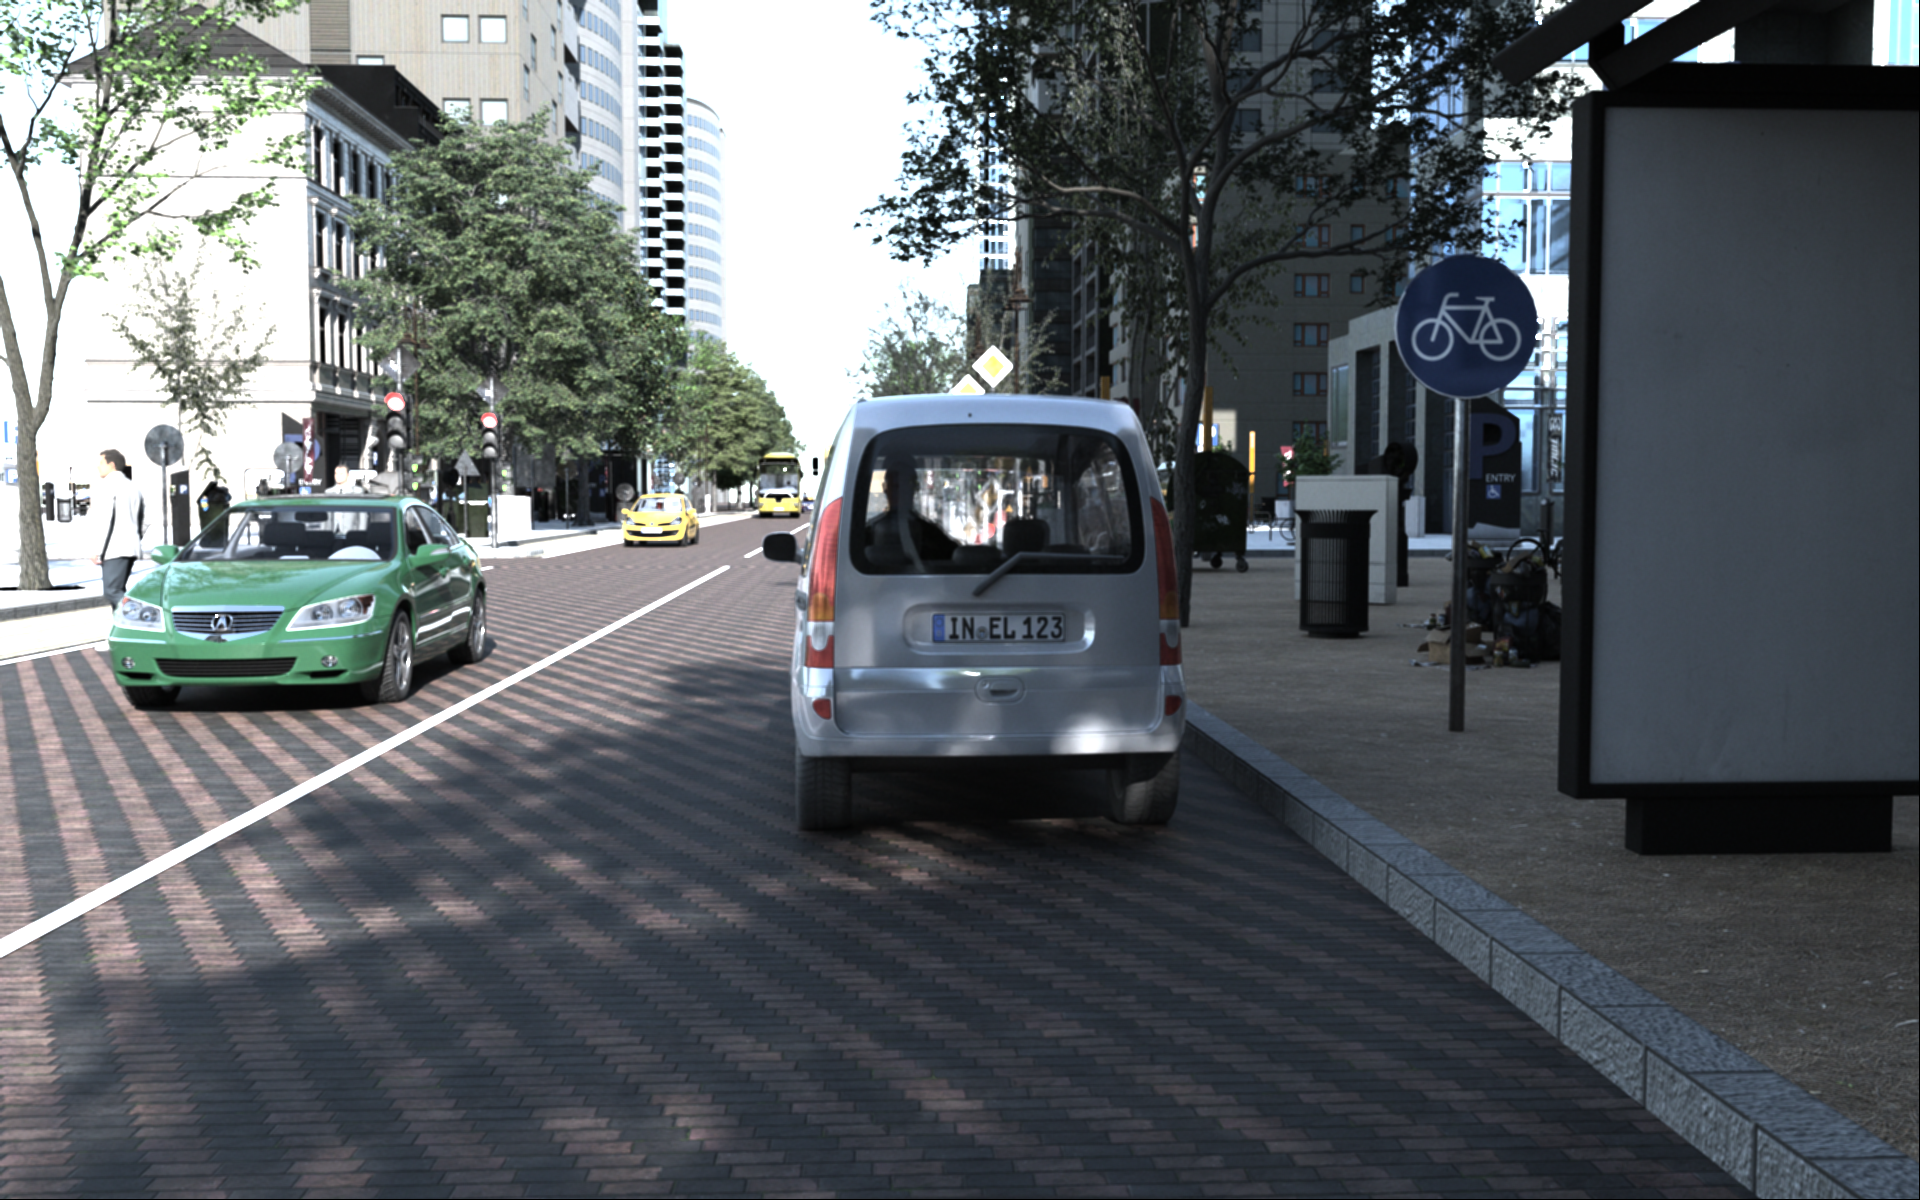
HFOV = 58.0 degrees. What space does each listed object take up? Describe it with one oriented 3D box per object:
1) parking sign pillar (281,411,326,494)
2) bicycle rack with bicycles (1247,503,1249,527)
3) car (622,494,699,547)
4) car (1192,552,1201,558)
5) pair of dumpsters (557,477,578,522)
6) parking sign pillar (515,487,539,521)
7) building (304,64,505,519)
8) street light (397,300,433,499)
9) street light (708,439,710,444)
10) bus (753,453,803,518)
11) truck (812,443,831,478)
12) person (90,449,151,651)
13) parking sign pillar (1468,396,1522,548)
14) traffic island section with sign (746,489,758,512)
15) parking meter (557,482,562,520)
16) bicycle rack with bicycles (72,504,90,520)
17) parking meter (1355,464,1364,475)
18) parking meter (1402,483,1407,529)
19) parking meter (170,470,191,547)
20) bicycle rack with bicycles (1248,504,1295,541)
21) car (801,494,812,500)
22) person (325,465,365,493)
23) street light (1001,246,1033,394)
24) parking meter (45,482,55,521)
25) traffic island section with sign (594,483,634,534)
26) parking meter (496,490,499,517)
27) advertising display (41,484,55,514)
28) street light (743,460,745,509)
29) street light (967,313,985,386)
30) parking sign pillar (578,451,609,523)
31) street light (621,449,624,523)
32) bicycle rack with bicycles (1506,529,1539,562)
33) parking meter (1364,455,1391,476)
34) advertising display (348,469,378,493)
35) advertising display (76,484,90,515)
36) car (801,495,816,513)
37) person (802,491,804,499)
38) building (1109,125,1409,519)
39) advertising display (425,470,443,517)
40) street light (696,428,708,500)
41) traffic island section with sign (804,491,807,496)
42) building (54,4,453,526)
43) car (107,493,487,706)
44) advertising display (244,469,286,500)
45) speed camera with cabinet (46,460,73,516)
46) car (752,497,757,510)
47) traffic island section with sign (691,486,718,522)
[{"bbox_3d":[-21.428,-4.166,56.590,1.447,3.967,1.447,-1,4,-22],"label":"parking sign pillar"},{"bbox_3d":[10.591,-3.151,64.894,2.925,0.926,2.852,-1,4,-22],"label":"bicycle rack with bicycles"},{"bbox_3d":[-8.309,-2.325,48.242,2.015,1.641,3.980,0,4,-2],"label":"car"},{"bbox_3d":[3.321,-1.713,36.811,4.718,1.807,1.959,0,4,-3],"label":"car"},{"bbox_3d":[-18.184,-4.903,82.657,1.574,2.255,4.437,0,4,-3],"label":"pair of dumpsters"},{"bbox_3d":[-20.949,-5.812,83.500,1.447,3.967,1.447,2,4,28],"label":"parking sign pillar"},{"bbox_3d":[-33.446,-16.392,97.680,12.332,23.373,15.834,0,4,-3],"label":"building"},{"bbox_3d":[-12.965,-4.194,41.358,0.468,5.910,1.993,0,4,-3],"label":"street light"},{"bbox_3d":[-17.103,-8.813,116.886,0.468,5.910,1.993,0,4,-3],"label":"street light"},{"bbox_3d":[-11.096,-7.061,106.992,2.896,3.916,12.252,0,4,-5],"label":"bus"},{"bbox_3d":[-3.807,-4.233,65.140,3.469,3.379,9.791,0,4,-5],"label":"truck"},{"bbox_3d":[-7.557,-0.451,15.721,0.795,1.843,0.661,1,4,9],"label":"person"},{"bbox_3d":[12.840,-3.261,41.783,1.447,3.967,1.447,0,4,7],"label":"parking sign pillar"},{"bbox_3d":[-16.311,-8.050,140.245,1.989,1.847,2.006,0,4,-3],"label":"traffic island section with sign"},{"bbox_3d":[-20.067,-4.963,86.850,0.255,1.863,0.399,-1,4,-8],"label":"parking meter"},{"bbox_3d":[-43.246,-4.511,87.140,2.925,0.926,2.852,-1,4,-13],"label":"bicycle rack with bicycles"},{"bbox_3d":[7.120,-1.512,30.430,0.399,1.863,0.255,1,4,23],"label":"parking meter"},{"bbox_3d":[6.177,-1.000,24.768,0.372,1.533,0.369,0,3,0],"label":"parking meter"},{"bbox_3d":[-18.933,-2.223,42.056,0.255,1.863,0.399,2,4,33],"label":"parking meter"},{"bbox_3d":[9.857,-2.062,47.101,2.925,0.926,2.852,-1,4,-16],"label":"bicycle rack with bicycles"},{"bbox_3d":[-22.308,-14.965,254.894,2.015,1.641,3.980,0,4,-4],"label":"car"},{"bbox_3d":[-8.016,-0.843,22.383,0.694,1.812,0.767,0,4,5],"label":"person"},{"bbox_3d":[1.061,-3.653,32.510,0.468,5.910,1.993,0,4,-3],"label":"street light"},{"bbox_3d":[-43.175,-4.676,82.167,0.255,1.863,0.399,0,4,8],"label":"parking meter"},{"bbox_3d":[-12.081,-3.294,62.486,1.989,1.847,2.006,0,4,-3],"label":"traffic island section with sign"},{"bbox_3d":[-25.859,-5.411,96.887,0.372,1.533,0.369,0,3,0],"label":"parking meter"},{"bbox_3d":[-57.604,-6.384,109.585,0.123,1.923,0.974,2,4,32],"label":"advertising display"},{"bbox_3d":[-19.009,-10.972,152.175,0.468,5.910,1.993,0,4,-3],"label":"street light"},{"bbox_3d":[0.459,-4.383,44.444,0.468,5.910,1.993,0,4,-3],"label":"street light"},{"bbox_3d":[-16.284,-5.386,76.536,1.447,3.967,1.447,2,4,33],"label":"parking sign pillar"},{"bbox_3d":[-14.890,-6.337,76.393,0.468,5.910,1.993,0,4,-3],"label":"street light"},{"bbox_3d":[9.505,-0.728,25.280,2.925,0.926,2.852,1,4,17],"label":"bicycle rack with bicycles"},{"bbox_3d":[6.295,-1.235,25.903,0.255,1.863,0.399,-1,4,-19],"label":"parking meter"},{"bbox_3d":[-15.491,-2.416,44.715,0.974,1.923,0.123,-3,5,-44],"label":"advertising display"},{"bbox_3d":[-54.299,-6.237,107.194,0.123,1.923,0.974,3,5,41],"label":"advertising display"},{"bbox_3d":[-11.236,-7.267,131.398,1.945,1.354,3.894,0,4,-5],"label":"car"},{"bbox_3d":[-21.257,-13.880,235.417,0.705,1.826,1.348,1,4,10],"label":"person"},{"bbox_3d":[24.654,-15.786,103.133,27.650,21.520,28.899,0,4,-3],"label":"building"},{"bbox_3d":[-14.007,-2.504,46.146,0.123,1.923,0.974,-3,4,-36],"label":"advertising display"},{"bbox_3d":[-16.753,-8.480,111.432,0.468,5.910,1.993,0,4,-3],"label":"street light"},{"bbox_3d":[-22.261,-14.735,249.541,1.989,1.847,2.006,0,4,-3],"label":"traffic island section with sign"},{"bbox_3d":[-30.309,-13.387,69.782,10.553,20.767,40.483,0,4,-3],"label":"building"},{"bbox_3d":[-4.869,-0.092,13.306,2.131,1.459,4.920,0,4,-5],"label":"car"},{"bbox_3d":[-17.700,-2.383,44.168,0.974,1.923,0.123,-1,4,-17],"label":"advertising display"},{"bbox_3d":[-52.422,-6.512,100.812,2.038,3.252,0.660,3,4,38],"label":"speed camera with cabinet"},{"bbox_3d":[-16.308,-8.308,144.624,1.959,1.807,4.718,0,4,-2],"label":"car"},{"bbox_3d":[-13.560,-4.961,89.734,1.989,1.847,2.006,0,4,-3],"label":"traffic island section with sign"}]
